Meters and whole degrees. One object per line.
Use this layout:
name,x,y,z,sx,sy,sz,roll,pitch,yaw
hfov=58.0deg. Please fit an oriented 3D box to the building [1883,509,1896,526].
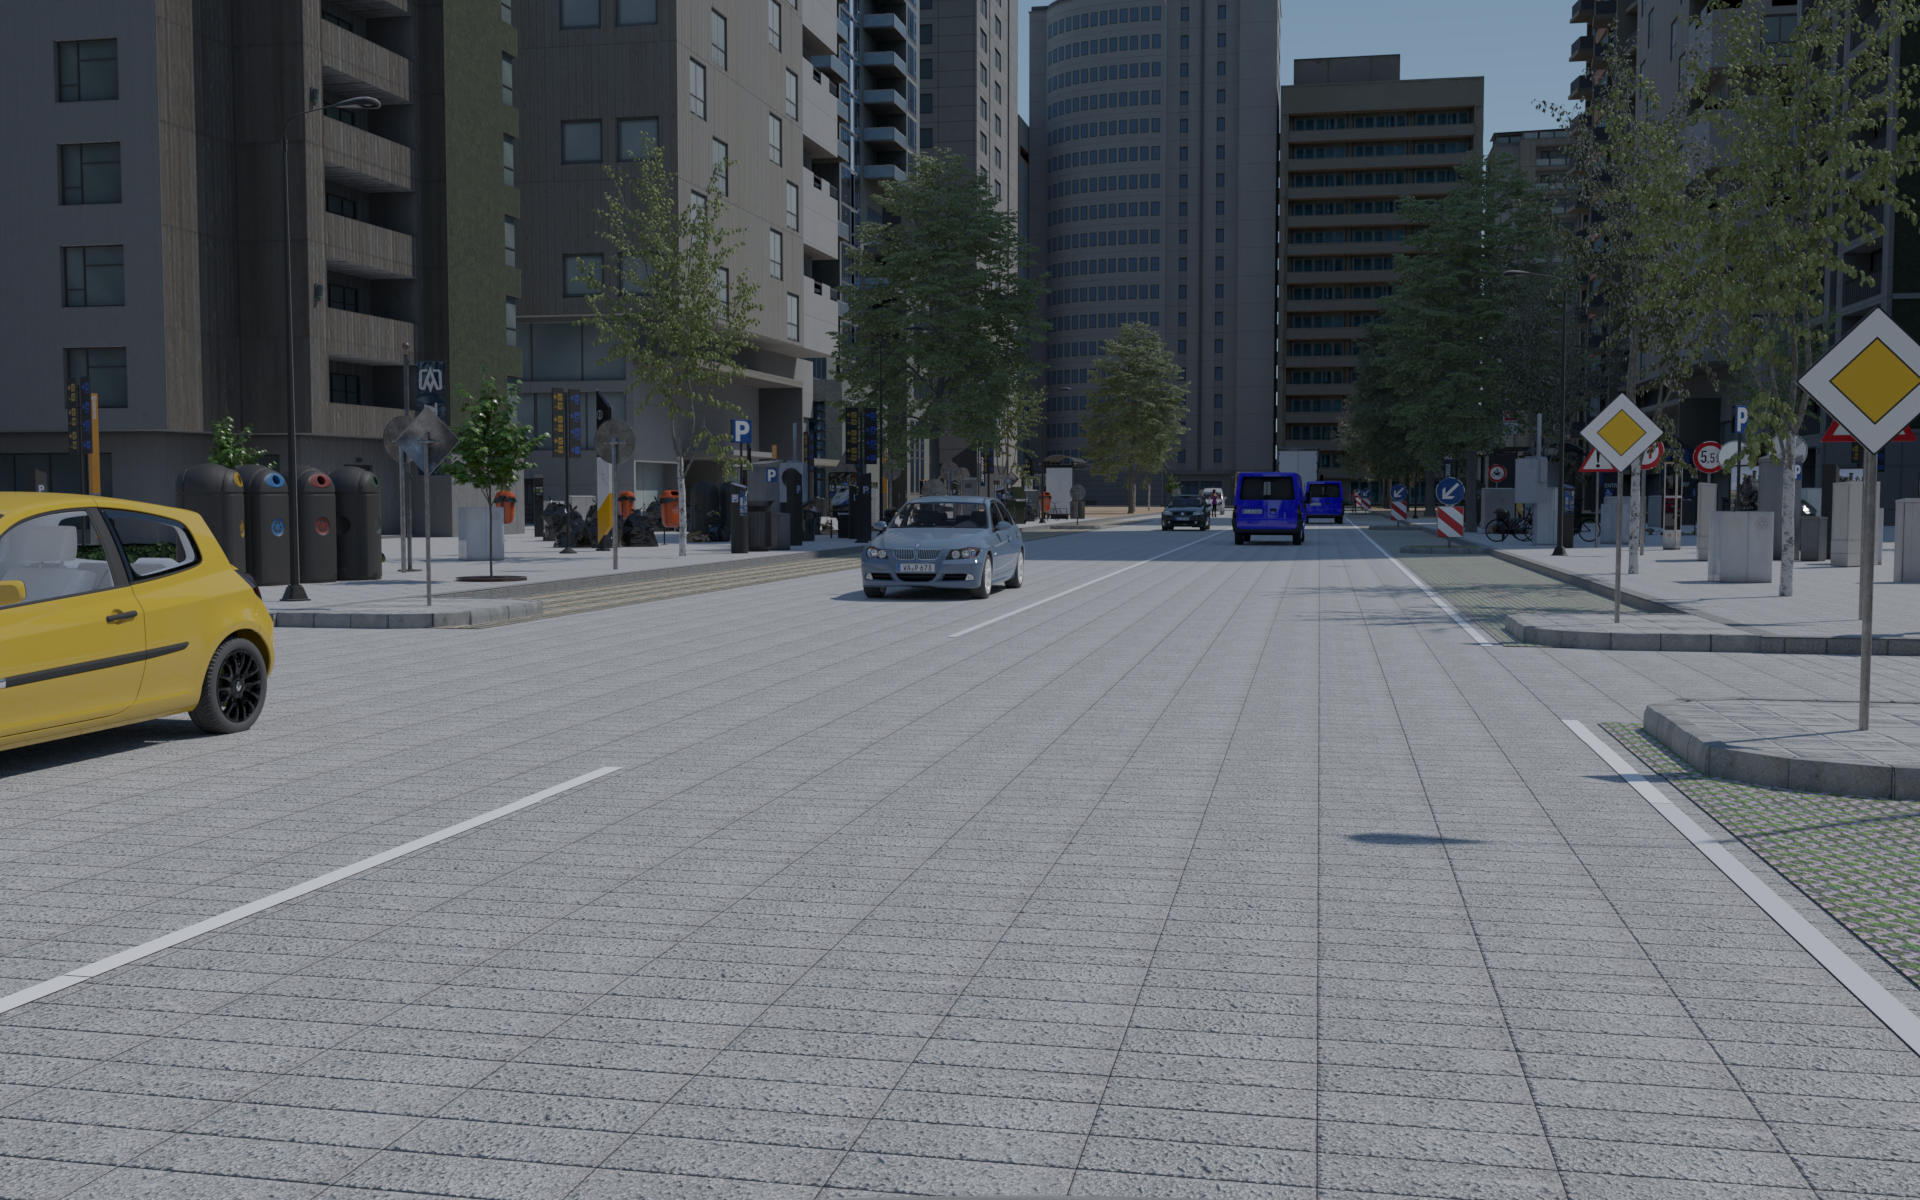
building,45.614,-38.647,70.133,20.563,71.187,20.611,1,4,12

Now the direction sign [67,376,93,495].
direction sign,-17.068,-2.547,33.643,0.876,3.537,0.379,3,4,37

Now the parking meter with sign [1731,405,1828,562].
parking meter with sign,15.892,-2.282,33.565,0.543,3.016,1.738,-3,4,-39

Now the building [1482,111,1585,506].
building,64.679,-30.870,188.314,14.086,41.232,14.154,1,4,12

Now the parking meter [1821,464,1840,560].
parking meter,17.056,-1.728,33.965,0.255,1.863,0.399,3,4,37

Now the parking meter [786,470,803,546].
parking meter,-4.105,-2.279,42.974,0.255,1.863,0.399,2,4,27

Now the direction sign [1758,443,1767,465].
direction sign,35.523,-5.168,76.488,0.876,3.537,0.379,-2,4,-26

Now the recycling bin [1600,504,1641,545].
recycling bin,16.935,-1.948,44.399,0.722,1.027,0.722,-2,4,-34

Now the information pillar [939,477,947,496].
information pillar,-0.726,-4.172,72.711,0.304,2.012,0.304,1,4,10

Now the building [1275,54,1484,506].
building,46.806,-34.953,195.183,21.600,48.544,21.300,1,4,12

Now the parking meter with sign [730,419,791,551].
parking meter with sign,-4.557,-2.673,39.957,0.543,3.016,1.738,-3,5,-43

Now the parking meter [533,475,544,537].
parking meter,-12.585,-2.815,51.737,0.255,1.863,0.399,-1,4,-19

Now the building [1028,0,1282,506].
building,22.502,-40.265,200.327,28.212,58.520,21.231,1,4,12

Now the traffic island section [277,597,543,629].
traffic island section,-6.111,0.147,19.872,2.009,0.180,2.903,1,4,12

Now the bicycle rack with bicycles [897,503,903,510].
bicycle rack with bicycles,-1.516,-3.786,75.284,2.852,0.926,2.925,1,4,23

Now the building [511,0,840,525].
building,-21.857,-30.290,84.476,28.713,52.752,27.495,1,4,12

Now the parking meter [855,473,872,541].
parking meter,-2.636,-2.543,47.285,0.399,1.863,0.255,-2,4,-25

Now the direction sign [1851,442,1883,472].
direction sign,22.630,-3.151,43.513,0.379,3.537,0.876,0,4,-2

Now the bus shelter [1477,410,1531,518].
bus shelter,25.081,-6.293,80.523,2.179,5.291,8.768,1,4,12

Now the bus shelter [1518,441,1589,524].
bus shelter,23.586,-4.596,69.065,2.014,3.302,5.546,1,4,12

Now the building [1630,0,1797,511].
building,56.512,-31.406,102.726,28.713,52.752,27.495,1,4,12

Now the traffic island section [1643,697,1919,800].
traffic island section,4.936,0.786,9.426,2.009,0.180,2.903,1,4,12

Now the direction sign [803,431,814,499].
direction sign,-5.462,-4.318,62.602,0.379,3.537,0.876,-2,4,-29

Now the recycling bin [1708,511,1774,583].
recycling bin,11.403,-0.780,25.310,0.722,1.027,0.722,1,4,9

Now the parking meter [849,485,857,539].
parking meter,-2.986,-2.506,49.385,0.372,1.533,0.369,0,3,0

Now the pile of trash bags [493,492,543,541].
pile of trash bags,-11.198,-2.327,47.804,3.447,1.369,1.912,0,4,6

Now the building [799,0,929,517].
building,-14.388,-48.901,112.208,22.319,86.520,31.000,1,4,12

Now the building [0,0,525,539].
building,-22.323,-17.005,49.725,14.160,30.474,14.107,1,4,12

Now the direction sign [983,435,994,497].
direction sign,1.098,-4.568,66.690,0.379,3.537,0.876,-2,4,-25

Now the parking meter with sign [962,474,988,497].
parking meter with sign,0.462,-5.061,79.007,1.738,3.016,0.543,0,4,7

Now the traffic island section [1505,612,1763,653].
traffic island section,6.560,0.308,17.245,2.009,0.180,2.903,1,4,12

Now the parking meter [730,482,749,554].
parking meter,-4.765,-1.774,37.410,0.372,1.533,0.369,0,3,0

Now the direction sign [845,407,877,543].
direction sign,-2.590,-3.270,45.461,0.876,3.537,0.379,-2,4,-24

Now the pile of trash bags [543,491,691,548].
pile of trash bags,-8.146,-1.998,42.417,1.912,1.369,3.447,3,4,38

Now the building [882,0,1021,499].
building,-6.557,-43.448,148.620,20.611,71.187,20.563,1,4,12

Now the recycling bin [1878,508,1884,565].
recycling bin,16.419,-1.170,31.691,0.722,1.027,0.722,1,4,17

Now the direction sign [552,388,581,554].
direction sign,-8.456,-2.769,37.268,0.379,3.537,0.876,2,4,28

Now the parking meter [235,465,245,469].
parking meter,-14.435,-1.785,34.890,0.255,1.863,0.399,-2,4,-28

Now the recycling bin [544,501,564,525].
recycling bin,-14.808,-3.063,62.635,0.722,1.027,0.722,2,4,34

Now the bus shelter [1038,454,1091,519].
bus shelter,5.536,-5.944,91.107,2.014,3.302,5.546,1,4,12

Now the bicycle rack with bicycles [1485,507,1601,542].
bicycle rack with bicycles,15.799,-2.049,46.885,2.925,0.926,2.852,1,4,20

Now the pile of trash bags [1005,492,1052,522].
pile of trash bags,2.814,-4.353,80.930,3.447,1.369,1.912,-2,4,-32

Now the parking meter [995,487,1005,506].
parking meter,1.528,-3.483,65.366,0.372,1.533,0.369,0,3,0

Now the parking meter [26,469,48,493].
parking meter,-21.605,-2.133,40.581,0.255,1.863,0.399,1,4,15

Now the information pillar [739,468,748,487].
information pillar,-6.160,-2.767,49.727,0.304,2.012,0.304,1,4,11

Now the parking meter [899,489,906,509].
parking meter,-2.965,-4.974,89.743,0.372,1.533,0.369,0,3,0

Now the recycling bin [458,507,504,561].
recycling bin,-9.271,-1.283,33.527,0.722,1.027,0.722,-2,4,-30

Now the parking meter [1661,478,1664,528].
parking meter,26.328,-3.603,64.618,0.255,1.863,0.399,1,4,15

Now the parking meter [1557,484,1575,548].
parking meter,14.379,-2.000,41.116,0.372,1.533,0.369,0,3,0

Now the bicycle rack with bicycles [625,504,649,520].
bicycle rack with bicycles,-11.510,-3.202,65.735,2.925,0.926,2.852,-1,4,-13

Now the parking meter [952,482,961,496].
parking meter,-0.178,-4.860,85.178,0.399,1.863,0.255,3,5,41

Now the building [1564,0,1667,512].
building,58.293,-29.156,131.328,22.147,44.769,28.867,1,4,12

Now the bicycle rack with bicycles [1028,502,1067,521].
bicycle rack with bicycles,3.769,-4.312,83.887,2.852,0.926,2.925,3,4,36

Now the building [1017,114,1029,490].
building,0.972,-33.714,201.341,14.200,45.320,14.600,1,4,12

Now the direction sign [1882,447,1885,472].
direction sign,32.377,-4.257,61.606,0.876,3.537,0.379,2,4,34
